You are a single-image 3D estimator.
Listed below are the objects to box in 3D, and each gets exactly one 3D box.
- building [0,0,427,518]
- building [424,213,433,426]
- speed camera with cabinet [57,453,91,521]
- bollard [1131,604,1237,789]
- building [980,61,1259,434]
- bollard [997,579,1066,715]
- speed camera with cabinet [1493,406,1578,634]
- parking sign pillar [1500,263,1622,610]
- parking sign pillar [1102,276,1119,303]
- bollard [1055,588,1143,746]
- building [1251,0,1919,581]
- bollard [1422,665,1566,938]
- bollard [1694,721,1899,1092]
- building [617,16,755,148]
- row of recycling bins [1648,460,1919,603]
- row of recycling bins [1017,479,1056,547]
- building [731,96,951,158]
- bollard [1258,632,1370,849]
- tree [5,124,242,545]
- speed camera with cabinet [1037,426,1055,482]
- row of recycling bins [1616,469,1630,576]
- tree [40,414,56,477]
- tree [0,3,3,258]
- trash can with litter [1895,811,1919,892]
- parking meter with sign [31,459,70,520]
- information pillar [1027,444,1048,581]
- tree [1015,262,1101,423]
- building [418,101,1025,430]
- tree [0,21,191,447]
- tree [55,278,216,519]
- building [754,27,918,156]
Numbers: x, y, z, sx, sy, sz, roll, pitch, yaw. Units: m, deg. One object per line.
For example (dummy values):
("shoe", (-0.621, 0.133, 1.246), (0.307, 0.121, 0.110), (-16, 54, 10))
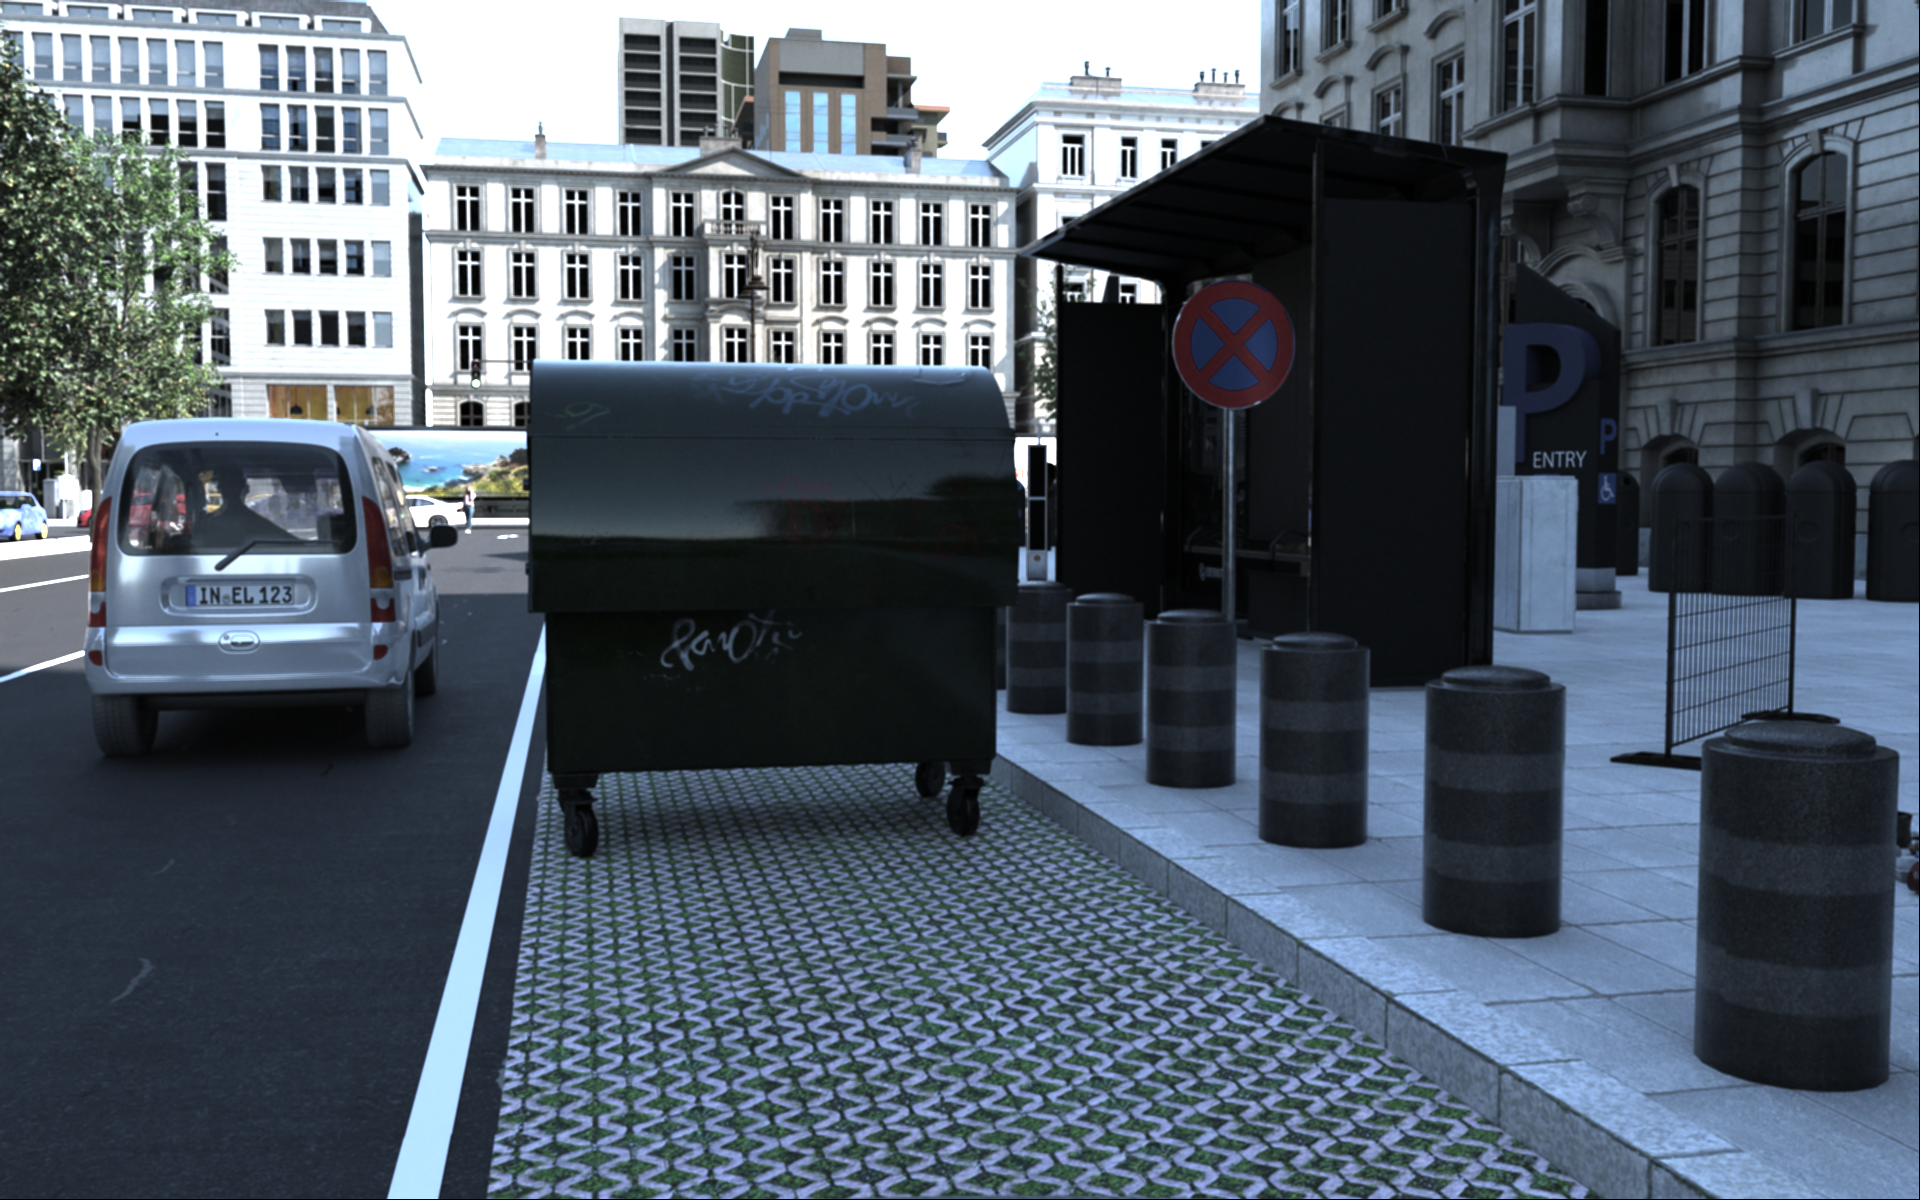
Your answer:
("building", (-46.175, -19.604, 98.017), (29.804, 29.767, 11.434), (-1, 4, -12))
("building", (-66.745, -37.142, 261.888), (28.867, 44.769, 22.147), (-1, 4, -12))
("speed camera with cabinet", (-42.930, -5.520, 84.594), (2.038, 3.252, 0.660), (-3, 5, -40))
("bollard", (1.030, 0.428, 7.714), (0.404, 0.777, 0.398), (0, 3, 0))
("building", (12.585, -19.902, 111.295), (20.117, 28.700, 13.634), (-1, 4, -12))
("bollard", (0.474, 0.274, 10.245), (0.404, 0.777, 0.398), (0, 3, 0))
("speed camera with cabinet", (5.270, -1.370, 16.741), (0.660, 3.252, 2.038), (0, 4, -6))
("parking sign pillar", (6.803, -1.910, 19.708), (1.447, 3.967, 1.447), (-3, 4, -36))
("parking sign pillar", (1.962, -2.060, 22.161), (1.447, 3.967, 1.447), (0, 4, -6))
("bollard", (0.753, 0.351, 8.980), (0.404, 0.777, 0.398), (0, 3, 0))
("building", (16.896, -13.083, 32.993), (14.460, 24.649, 34.723), (-1, 4, -12))
("bollard", (1.592, 0.584, 5.172), (0.404, 0.777, 0.398), (0, 3, 0))
("bollard", (1.874, 0.662, 3.889), (0.404, 0.777, 0.398), (0, 3, 0))
("building", (-41.534, -50.560, 264.911), (20.611, 71.187, 20.563), (-1, 4, -12))
("row of recycling bins", (10.392, -0.895, 21.743), (1.069, 1.692, 3.534), (-3, 5, -43))
("row of recycling bins", (1.622, -2.165, 42.518), (3.534, 1.692, 1.069), (-1, 4, -23))
("building", (-13.539, -32.812, 191.094), (22.147, 44.769, 28.867), (-1, 4, -12))
("bollard", (1.314, 0.507, 6.435), (0.404, 0.777, 0.398), (0, 3, 0))
("tree", (-24.037, -7.328, 48.019), (9.928, 11.665, 9.643), (0, 3, 0))
("speed camera with cabinet", (3.002, -3.422, 50.281), (2.038, 3.252, 0.660), (2, 4, 25))
("row of recycling bins", (8.959, -1.254, 27.615), (3.534, 1.692, 1.069), (0, 4, 3))
("tree", (-46.060, -8.555, 90.237), (4.737, 8.622, 4.395), (0, 3, 0))
("tree", (-19.891, -7.198, 26.800), (9.857, 13.997, 8.962), (0, 3, 0))
("trash can with litter", (3.574, 0.331, 5.648), (1.678, 1.210, 2.233), (-1, 4, -10))
("parking meter with sign", (-45.595, -5.545, 86.922), (1.738, 3.016, 0.543), (1, 4, 10))
("information pillar", (1.139, -1.291, 25.596), (0.304, 2.012, 0.304), (0, 4, 1))
("tree", (3.600, -6.375, 54.597), (4.737, 8.622, 4.395), (0, 3, 0))
("building", (-14.255, -17.516, 105.470), (34.723, 24.649, 14.460), (-1, 4, -12))
("tree", (-21.866, -7.155, 36.455), (9.611, 12.733, 9.660), (0, 3, 0))
("tree", (-25.780, -6.269, 55.324), (4.737, 8.622, 4.395), (0, 3, 0))
("building", (-12.365, -31.733, 168.942), (14.600, 45.320, 14.200), (-1, 4, -12))
